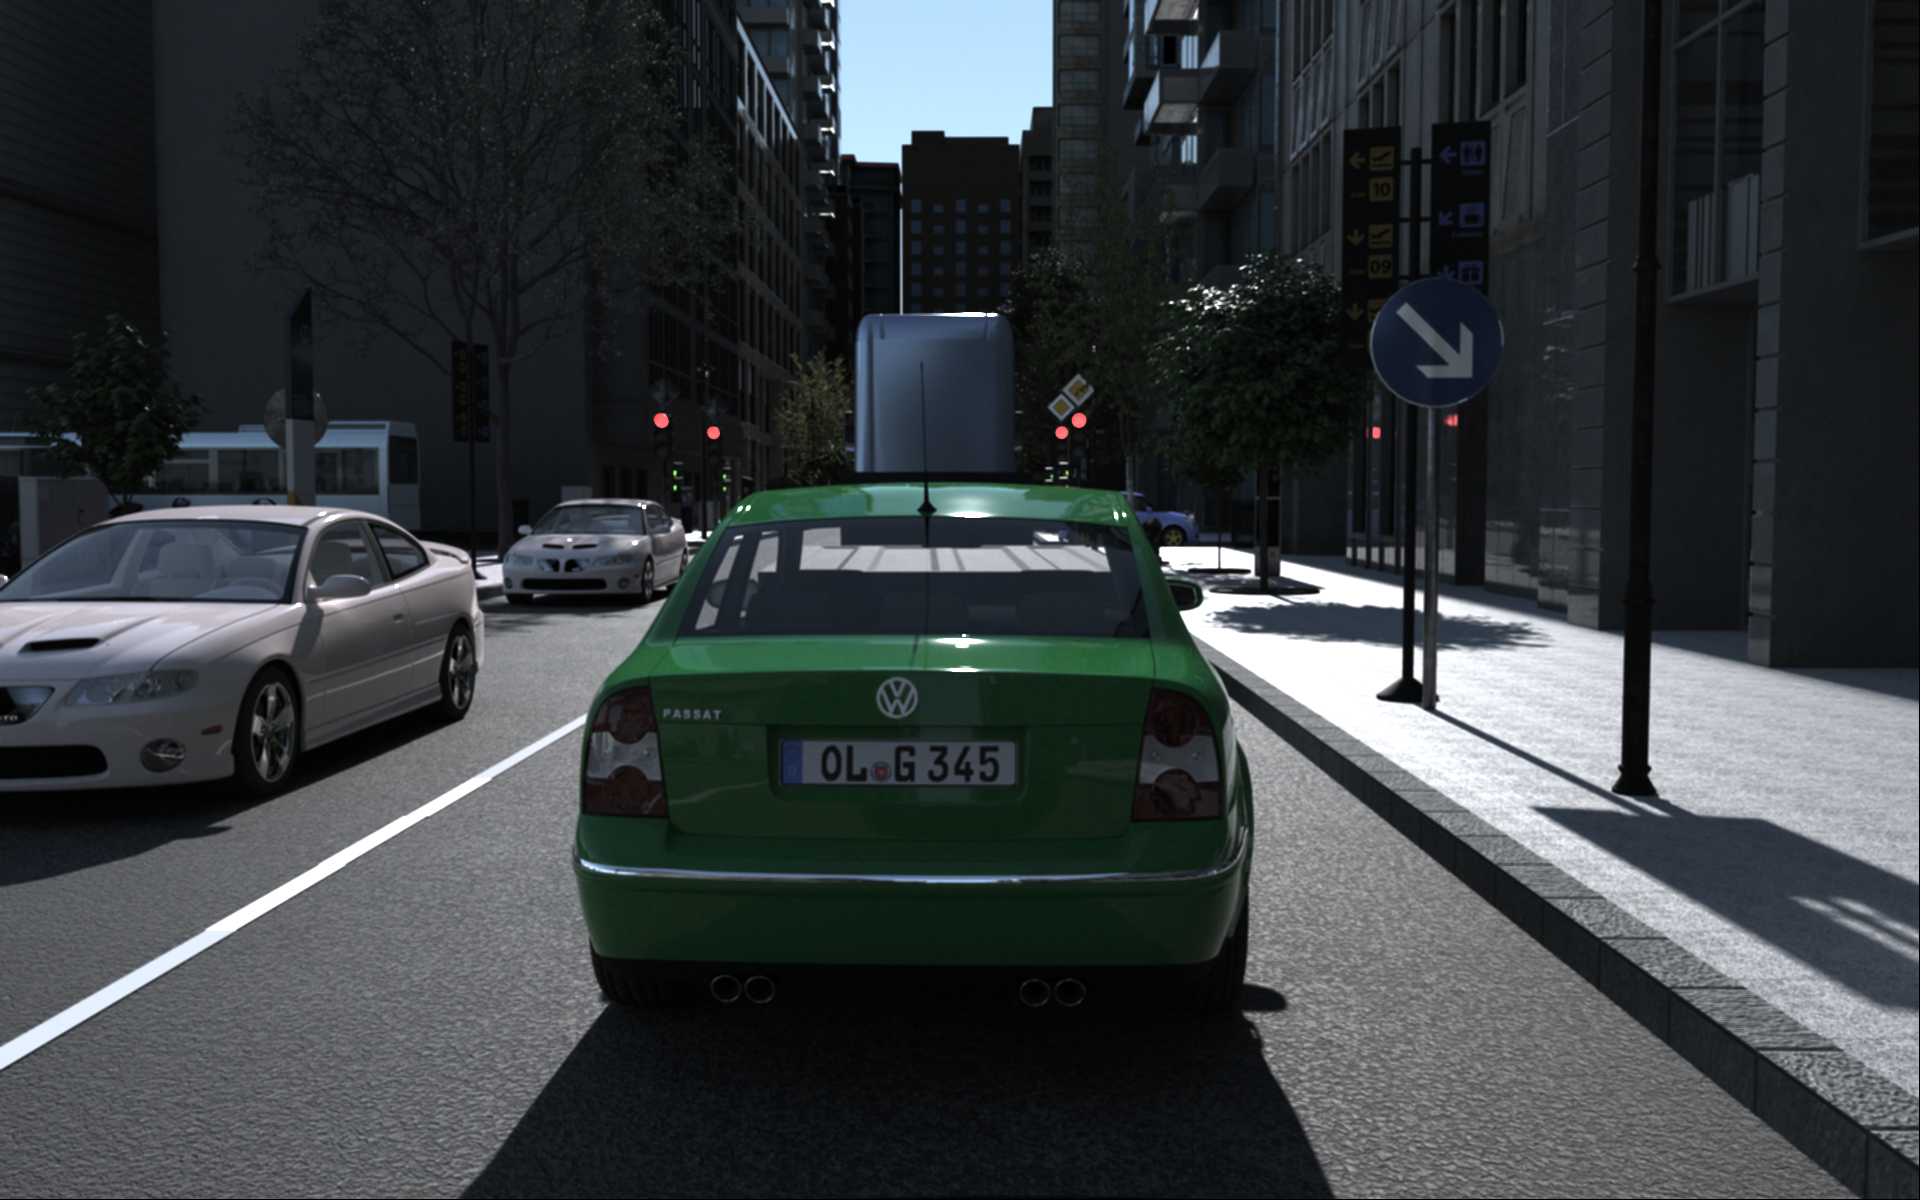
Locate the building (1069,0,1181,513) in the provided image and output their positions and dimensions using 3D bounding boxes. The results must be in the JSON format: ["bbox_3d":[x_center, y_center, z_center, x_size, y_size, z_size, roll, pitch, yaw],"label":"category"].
[{"bbox_3d":[18.209,-48.123,99.486,22.319,86.520,31.000,0,4,0],"label":"building"}]

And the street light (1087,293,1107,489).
[{"bbox_3d":[3.120,-4.107,39.944,0.468,5.910,1.993,0,4,0],"label":"street light"}]

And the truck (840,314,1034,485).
[{"bbox_3d":[-0.259,-1.861,20.186,2.967,4.110,18.799,0,4,-1],"label":"truck"}]

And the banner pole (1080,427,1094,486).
[{"bbox_3d":[4.791,-4.580,64.904,0.863,3.779,0.401,0,4,-2],"label":"banner pole"}]

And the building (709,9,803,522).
[{"bbox_3d":[-19.648,-17.576,91.885,19.350,26.468,34.151,0,4,0],"label":"building"}]

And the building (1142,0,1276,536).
[{"bbox_3d":[21.766,-26.968,60.529,30.456,49.044,23.786,0,4,0],"label":"building"}]

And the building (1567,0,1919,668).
[{"bbox_3d":[11.260,-13.699,1.479,11.434,29.767,29.804,0,4,0],"label":"building"}]

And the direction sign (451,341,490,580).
[{"bbox_3d":[-7.333,-2.081,26.026,0.379,3.537,0.876,1,4,20],"label":"direction sign"}]

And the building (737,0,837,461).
[{"bbox_3d":[-21.646,-31.717,138.184,23.786,49.044,30.456,0,4,0],"label":"building"}]

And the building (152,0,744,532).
[{"bbox_3d":[-16.441,-16.446,62.406,14.314,27.812,24.014,0,4,0],"label":"building"}]

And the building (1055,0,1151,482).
[{"bbox_3d":[14.394,-27.670,135.994,14.154,41.232,14.086,0,4,0],"label":"building"}]

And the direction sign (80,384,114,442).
[{"bbox_3d":[-17.549,-2.660,35.483,0.379,3.537,0.876,2,4,33],"label":"direction sign"}]

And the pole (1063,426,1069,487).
[{"bbox_3d":[3.191,-3.567,52.172,0.158,3.312,0.155,0,3,0],"label":"pole"}]

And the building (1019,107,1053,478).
[{"bbox_3d":[18.117,-36.485,220.223,21.600,48.544,21.300,0,4,0],"label":"building"}]

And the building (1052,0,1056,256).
[{"bbox_3d":[18.854,-37.601,156.781,21.231,58.520,28.212,0,4,0],"label":"building"}]

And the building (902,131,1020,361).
[{"bbox_3d":[0.150,-34.652,216.676,14.200,45.320,14.600,0,4,0],"label":"building"}]

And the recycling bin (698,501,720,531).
[{"bbox_3d":[-8.866,-2.971,61.136,0.722,1.027,0.722,0,4,-6],"label":"recycling bin"}]

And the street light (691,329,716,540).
[{"bbox_3d":[-7.180,-4.637,48.610,0.468,5.910,1.993,0,4,0],"label":"street light"}]

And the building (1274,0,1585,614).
[{"bbox_3d":[12.581,-12.747,26.441,12.078,24.808,19.932,0,4,0],"label":"building"}]

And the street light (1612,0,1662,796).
[{"bbox_3d":[2.897,-2.109,7.266,0.468,5.910,1.993,0,4,0],"label":"street light"}]

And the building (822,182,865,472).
[{"bbox_3d":[-16.320,-23.826,161.255,14.160,30.474,14.107,0,4,0],"label":"building"}]

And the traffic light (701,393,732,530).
[{"bbox_3d":[-6.810,-3.636,48.363,0.839,4.253,0.868,0,4,0],"label":"traffic light"}]

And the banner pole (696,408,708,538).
[{"bbox_3d":[-7.530,-3.705,50.589,0.401,3.779,0.863,0,4,-6],"label":"banner pole"}]

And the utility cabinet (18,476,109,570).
[{"bbox_3d":[-11.317,-0.811,21.945,0.318,1.500,1.173,1,4,16],"label":"utility cabinet"}]

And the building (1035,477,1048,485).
[{"bbox_3d":[24.221,-30.059,183.348,32.217,40.220,23.993,0,4,0],"label":"building"}]

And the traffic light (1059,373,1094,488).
[{"bbox_3d":[2.732,-3.143,40.312,0.839,4.253,0.868,0,4,0],"label":"traffic light"}]

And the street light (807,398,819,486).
[{"bbox_3d":[-6.942,-6.684,82.078,0.468,5.910,1.993,0,4,0],"label":"street light"}]

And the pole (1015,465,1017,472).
[{"bbox_3d":[3.495,-7.027,108.742,0.158,3.312,0.155,0,3,0],"label":"pole"}]

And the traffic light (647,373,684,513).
[{"bbox_3d":[-6.879,-3.147,40.379,0.839,4.253,0.868,0,4,0],"label":"traffic light"}]

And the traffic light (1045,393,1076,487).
[{"bbox_3d":[2.801,-3.632,48.297,0.839,4.253,0.868,0,4,0],"label":"traffic light"}]

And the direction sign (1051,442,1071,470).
[{"bbox_3d":[4.329,-5.034,74.305,0.876,3.537,0.379,0,4,-8],"label":"direction sign"}]

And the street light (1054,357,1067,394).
[{"bbox_3d":[3.350,-5.152,57.027,0.468,5.910,1.993,0,4,0],"label":"street light"}]

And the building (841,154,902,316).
[{"bbox_3d":[-21.812,-34.677,221.589,28.867,44.769,22.147,0,4,0],"label":"building"}]

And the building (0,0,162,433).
[{"bbox_3d":[-40.091,-16.483,56.883,23.554,28.519,14.401,0,4,0],"label":"building"}]

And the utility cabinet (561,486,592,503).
[{"bbox_3d":[-10.685,-2.428,48.376,0.318,1.500,1.173,-3,5,-43],"label":"utility cabinet"}]

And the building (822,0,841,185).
[{"bbox_3d":[-24.737,-53.286,183.891,31.000,86.520,22.319,0,4,0],"label":"building"}]
